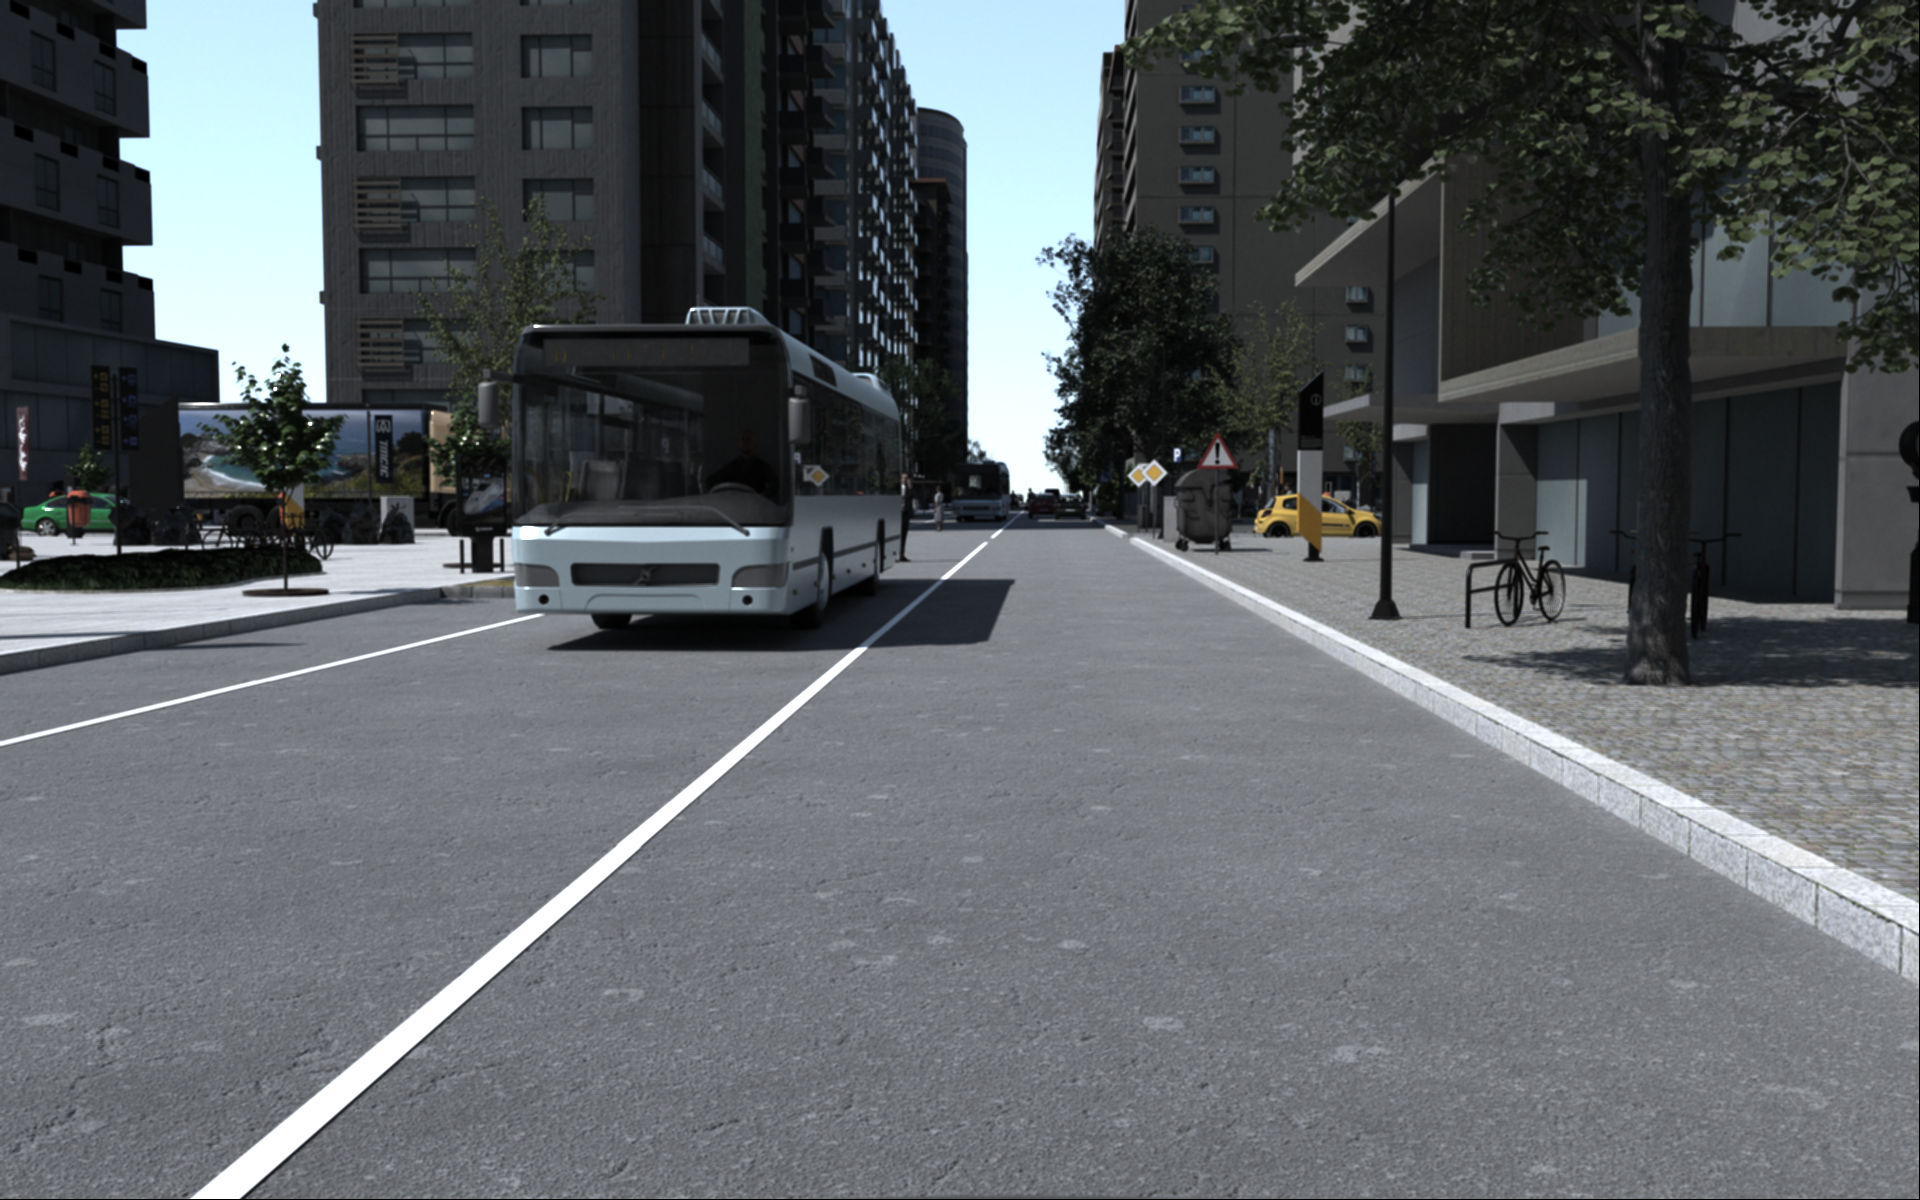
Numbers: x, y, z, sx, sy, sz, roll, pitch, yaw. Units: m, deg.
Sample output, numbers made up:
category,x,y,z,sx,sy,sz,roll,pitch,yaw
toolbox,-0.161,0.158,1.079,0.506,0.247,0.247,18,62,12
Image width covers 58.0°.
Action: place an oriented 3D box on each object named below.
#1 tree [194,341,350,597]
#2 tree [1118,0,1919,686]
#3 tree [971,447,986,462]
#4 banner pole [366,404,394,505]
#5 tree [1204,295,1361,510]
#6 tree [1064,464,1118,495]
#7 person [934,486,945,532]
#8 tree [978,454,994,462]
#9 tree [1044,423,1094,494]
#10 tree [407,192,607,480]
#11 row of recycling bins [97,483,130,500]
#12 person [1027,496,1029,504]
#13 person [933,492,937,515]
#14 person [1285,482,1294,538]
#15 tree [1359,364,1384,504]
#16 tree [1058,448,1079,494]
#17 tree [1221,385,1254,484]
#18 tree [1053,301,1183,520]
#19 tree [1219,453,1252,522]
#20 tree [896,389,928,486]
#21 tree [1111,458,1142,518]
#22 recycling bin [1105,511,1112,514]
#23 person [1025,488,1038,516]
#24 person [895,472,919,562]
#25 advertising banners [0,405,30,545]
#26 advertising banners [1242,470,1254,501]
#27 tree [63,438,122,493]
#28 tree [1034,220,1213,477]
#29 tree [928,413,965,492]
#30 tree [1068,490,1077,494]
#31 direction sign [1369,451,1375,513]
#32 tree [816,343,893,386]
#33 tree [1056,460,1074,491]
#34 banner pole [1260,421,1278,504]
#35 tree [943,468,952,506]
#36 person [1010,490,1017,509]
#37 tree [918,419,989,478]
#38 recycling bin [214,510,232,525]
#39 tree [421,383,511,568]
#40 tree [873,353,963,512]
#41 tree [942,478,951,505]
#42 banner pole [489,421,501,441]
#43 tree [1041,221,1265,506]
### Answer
category,x,y,z,sx,sy,sz,roll,pitch,yaw
tree,-8.484,-1.674,21.966,1.663,3.219,1.824,0,3,0
tree,4.540,-5.729,11.791,7.486,12.596,7.792,0,3,0
tree,2.491,-18.928,259.833,4.360,8.622,3.978,0,3,0
banner pole,-16.196,-3.560,48.227,0.863,3.779,0.401,-1,4,-16
tree,11.474,-6.943,63.887,4.737,8.622,4.395,0,3,0
tree,11.101,-9.408,137.535,4.285,4.588,4.351,0,3,0
person,-0.856,-3.505,66.380,0.524,1.755,0.480,2,4,35
tree,4.326,-20.868,291.557,4.737,8.622,4.395,0,3,0
tree,13.987,-17.206,215.733,8.767,10.594,7.601,2,4,29
tree,-10.711,-5.582,41.624,4.737,8.622,4.395,0,3,0
row of recycling bins,-31.209,-3.559,65.301,3.534,1.692,1.069,1,4,14
person,9.656,-14.343,244.473,0.415,1.643,0.593,0,4,4
person,-1.712,-6.715,120.102,0.330,1.601,0.589,2,4,25
person,10.306,-2.809,54.602,0.466,1.800,0.511,1,4,11
tree,22.281,-8.893,95.757,4.737,8.622,4.395,0,3,0
tree,15.649,-18.107,246.406,4.737,8.622,4.395,0,3,0
tree,16.143,-9.486,105.463,4.360,8.622,3.978,0,3,0
tree,8.151,-9.830,86.469,9.928,11.665,9.643,0,3,0
tree,12.552,-5.243,80.324,1.663,3.219,1.824,0,3,0
tree,-4.698,-10.044,114.583,4.360,8.622,3.978,0,3,0
tree,9.050,-6.002,92.741,1.663,3.219,1.824,0,3,0
recycling bin,9.348,-5.991,110.509,0.722,1.027,0.722,0,4,0
person,4.680,-6.418,113.399,0.822,1.834,0.622,3,4,38
person,-1.191,-1.758,36.608,0.648,1.900,0.474,-2,4,-32
advertising banners,-19.197,-2.366,34.867,2.074,3.025,0.090,3,4,37
advertising banners,20.768,-8.028,127.449,2.074,3.025,0.090,0,4,-6
tree,-30.332,-4.009,60.155,1.663,3.219,1.824,0,3,0
tree,11.276,-16.002,117.518,12.611,20.169,13.585,0,3,0
tree,-1.961,-12.359,152.428,4.360,8.622,3.978,0,3,0
tree,16.971,-16.048,256.992,1.663,3.219,1.824,0,3,0
direction sign,21.759,-6.085,91.487,0.379,3.537,0.876,0,4,-6
tree,-5.886,-8.142,83.477,4.737,8.622,4.395,0,3,0
tree,17.366,-20.287,282.052,4.360,8.622,3.978,0,3,0
banner pole,10.634,-4.212,58.888,0.401,3.779,0.863,2,4,31
tree,-0.323,-12.654,190.598,4.285,4.588,4.351,0,3,0
person,5.167,-9.850,169.556,1.348,1.824,0.705,-3,5,-43
tree,-0.583,-16.489,204.011,8.767,10.594,7.601,0,4,-8
recycling bin,-30.528,-3.640,72.063,0.722,1.027,0.722,1,4,17
tree,-8.700,-2.191,30.426,1.663,3.219,1.824,0,3,0
tree,-3.752,-12.285,126.619,9.928,11.665,9.643,0,3,0
tree,-1.322,-11.353,180.220,1.663,3.219,1.824,0,3,0
banner pole,-13.324,-3.619,49.185,0.401,3.779,0.863,3,4,36
tree,8.157,-9.548,73.118,9.611,12.733,9.660,0,3,0
